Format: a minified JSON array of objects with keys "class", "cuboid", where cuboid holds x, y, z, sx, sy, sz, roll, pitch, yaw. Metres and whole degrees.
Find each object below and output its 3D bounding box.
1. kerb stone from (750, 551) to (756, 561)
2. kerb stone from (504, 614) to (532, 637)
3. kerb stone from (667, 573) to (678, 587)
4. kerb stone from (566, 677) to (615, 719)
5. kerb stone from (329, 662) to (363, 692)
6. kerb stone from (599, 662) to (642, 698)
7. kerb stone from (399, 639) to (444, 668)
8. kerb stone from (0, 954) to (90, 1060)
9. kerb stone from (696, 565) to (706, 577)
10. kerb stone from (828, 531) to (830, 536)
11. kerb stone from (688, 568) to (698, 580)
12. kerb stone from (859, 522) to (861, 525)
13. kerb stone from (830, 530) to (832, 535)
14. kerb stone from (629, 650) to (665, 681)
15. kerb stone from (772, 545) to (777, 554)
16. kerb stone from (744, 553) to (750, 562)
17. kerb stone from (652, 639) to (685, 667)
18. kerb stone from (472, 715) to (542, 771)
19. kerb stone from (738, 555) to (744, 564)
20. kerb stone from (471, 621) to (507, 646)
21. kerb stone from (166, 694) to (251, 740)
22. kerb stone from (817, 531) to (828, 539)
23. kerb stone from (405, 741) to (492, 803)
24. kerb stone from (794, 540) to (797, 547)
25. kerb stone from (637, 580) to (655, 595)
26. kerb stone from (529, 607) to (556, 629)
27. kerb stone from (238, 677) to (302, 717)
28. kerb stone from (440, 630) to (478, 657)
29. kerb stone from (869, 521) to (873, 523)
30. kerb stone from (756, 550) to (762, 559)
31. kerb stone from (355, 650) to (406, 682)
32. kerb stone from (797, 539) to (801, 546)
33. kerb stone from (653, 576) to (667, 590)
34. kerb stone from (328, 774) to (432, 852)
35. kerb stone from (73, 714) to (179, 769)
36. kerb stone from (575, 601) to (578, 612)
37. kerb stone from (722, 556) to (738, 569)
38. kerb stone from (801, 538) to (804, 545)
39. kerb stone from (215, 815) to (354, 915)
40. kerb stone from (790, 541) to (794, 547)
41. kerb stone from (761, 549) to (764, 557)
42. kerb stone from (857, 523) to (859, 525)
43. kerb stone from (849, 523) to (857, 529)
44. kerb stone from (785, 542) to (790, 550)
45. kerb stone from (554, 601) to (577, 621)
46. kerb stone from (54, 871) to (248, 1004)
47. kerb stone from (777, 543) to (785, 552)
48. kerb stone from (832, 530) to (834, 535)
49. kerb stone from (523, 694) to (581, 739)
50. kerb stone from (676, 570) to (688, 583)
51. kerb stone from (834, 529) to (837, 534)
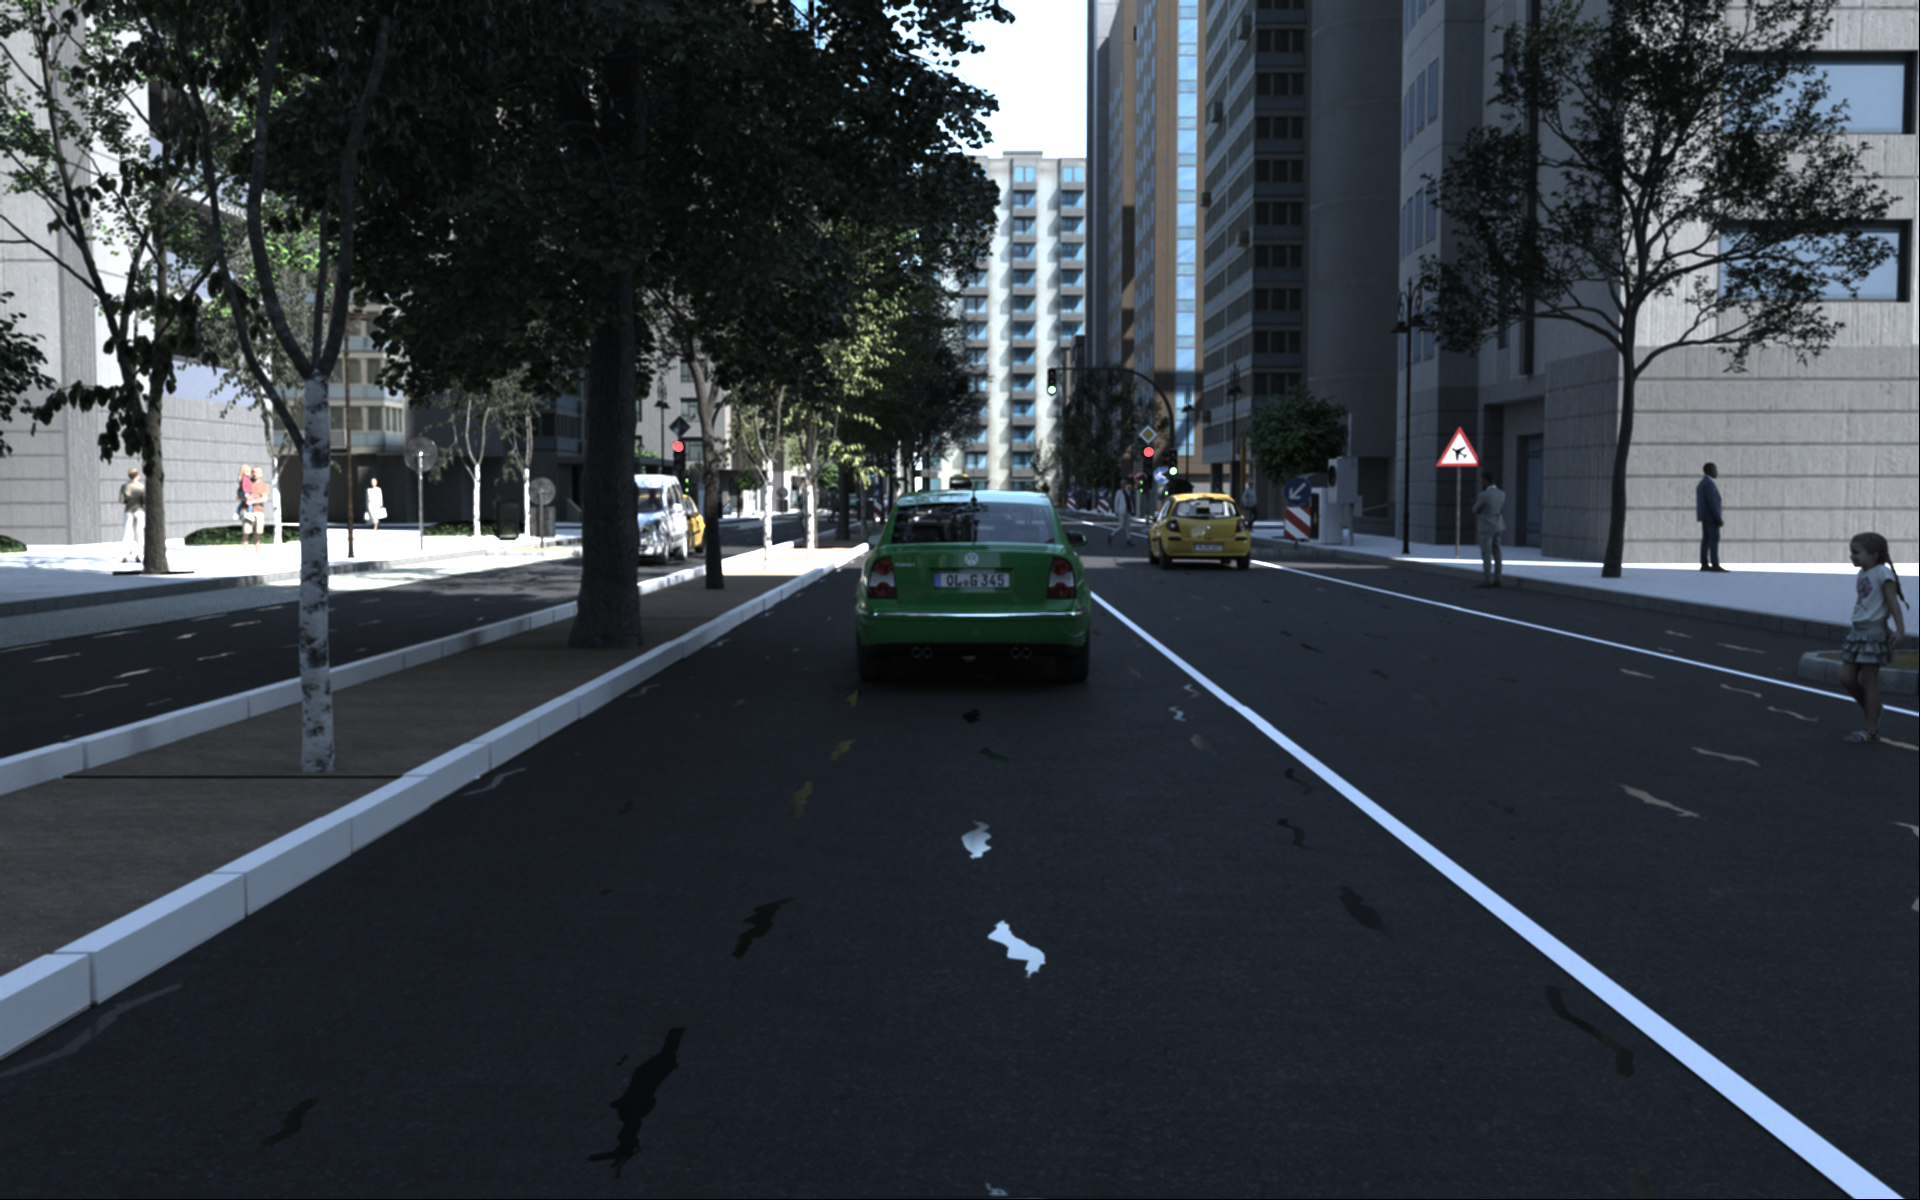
[{"class":"kerb stone","cuboid":[-4.542,-0.910,37.131,0.120,0.150,1.000,0,3,0]},{"class":"kerb stone","cuboid":[-4.575,0.280,17.663,0.120,0.150,1.000,0,3,0]},{"class":"kerb stone","cuboid":[-4.560,-0.279,26.882,0.120,0.150,1.000,0,3,0]},{"class":"kerb stone","cuboid":[-2.472,0.654,11.505,0.120,0.150,1.000,0,3,0]},{"class":"kerb stone","cuboid":[-4.574,0.590,12.542,0.120,0.150,1.000,0,3,0]},{"class":"kerb stone","cuboid":[-2.474,0.591,12.537,0.120,0.150,1.000,0,3,0]},{"class":"kerb stone","cuboid":[-4.574,0.466,14.586,0.120,0.150,1.000,0,3,0]},{"class":"kerb stone","cuboid":[-2.488,1.093,4.332,0.120,0.150,1.000,0,3,0]},{"class":"kerb stone","cuboid":[-4.552,-0.474,29.960,0.120,0.150,1.000,0,3,0]},{"class":"kerb stone","cuboid":[-4.518,-2.169,57.660,0.120,0.150,1.000,0,3,0]},{"class":"kerb stone","cuboid":[-4.563,-0.410,28.932,0.120,0.150,1.000,0,3,0]},{"class":"kerb stone","cuboid":[-4.497,-3.267,75.606,0.120,0.150,1.000,0,3,0]},{"class":"kerb stone","cuboid":[-4.519,-2.228,58.687,0.120,0.150,1.000,0,3,0]},{"class":"kerb stone","cuboid":[-2.475,0.528,13.559,0.120,0.150,1.000,0,3,0]},{"class":"kerb stone","cuboid":[-4.537,-1.165,41.250,0.120,0.150,1.000,0,3,0]},{"class":"kerb stone","cuboid":[-4.548,-0.851,36.106,0.120,0.150,1.000,0,3,0]},{"class":"kerb stone","cuboid":[-2.481,0.466,14.581,0.120,0.150,1.000,0,3,0]},{"class":"kerb stone","cuboid":[-2.481,0.779,9.454,0.120,0.150,1.000,0,3,0]},{"class":"kerb stone","cuboid":[-4.545,-0.788,35.084,0.120,0.150,1.000,0,3,0]},{"class":"kerb stone","cuboid":[-4.573,0.340,16.641,0.120,0.150,1.000,0,3,0]},{"class":"kerb stone","cuboid":[-4.581,0.716,10.492,0.120,0.150,1.000,0,3,0]},{"class":"kerb stone","cuboid":[-4.512,-2.103,56.634,0.120,0.150,1.000,0,3,0]},{"class":"kerb stone","cuboid":[-2.487,0.843,8.422,0.120,0.150,1.000,0,3,0]},{"class":"kerb stone","cuboid":[-4.530,-1.479,46.380,0.120,0.150,1.000,0,3,0]},{"class":"kerb stone","cuboid":[-4.560,-0.161,24.835,0.120,0.150,1.000,0,3,0]},{"class":"kerb stone","cuboid":[-4.567,0.215,18.685,0.120,0.150,1.000,0,3,0]},{"class":"kerb stone","cuboid":[-4.580,0.653,11.519,0.120,0.150,1.000,0,3,0]},{"class":"kerb stone","cuboid":[-4.572,0.406,15.609,0.120,0.150,1.000,0,3,0]},{"class":"kerb stone","cuboid":[-4.481,-3.953,86.879,0.120,0.150,1.000,0,3,0]},{"class":"kerb stone","cuboid":[-4.539,-0.973,38.164,0.120,0.150,1.000,0,3,0]},{"class":"kerb stone","cuboid":[-4.579,0.529,13.564,0.120,0.150,1.000,0,3,0]},{"class":"kerb stone","cuboid":[-4.534,-1.539,47.413,0.120,0.150,1.000,0,3,0]},{"class":"kerb stone","cuboid":[-4.554,-0.224,25.860,0.120,0.150,1.000,0,3,0]},{"class":"kerb stone","cuboid":[-2.481,0.910,7.400,0.120,0.150,1.000,0,3,0]},{"class":"kerb stone","cuboid":[-4.573,0.778,9.470,0.120,0.150,1.000,0,3,0]},{"class":"kerb stone","cuboid":[-4.562,0.092,20.736,0.120,0.150,1.000,0,3,0]},{"class":"kerb stone","cuboid":[-4.548,-0.726,34.062,0.120,0.150,1.000,0,3,0]},{"class":"kerb stone","cuboid":[-4.529,-1.605,48.435,0.120,0.150,1.000,0,3,0]},{"class":"kerb stone","cuboid":[-2.478,0.967,6.378,0.120,0.150,1.000,0,3,0]},{"class":"kerb stone","cuboid":[-4.535,-1.416,45.352,0.120,0.150,1.000,0,3,0]},{"class":"kerb stone","cuboid":[-4.544,-1.040,39.192,0.120,0.150,1.000,0,3,0]},{"class":"kerb stone","cuboid":[-4.492,-3.133,73.545,0.120,0.150,1.000,0,3,0]},{"class":"kerb stone","cuboid":[-4.500,-3.078,72.522,0.120,0.150,1.000,0,3,0]},{"class":"kerb stone","cuboid":[-4.538,-1.354,44.326,0.120,0.150,1.000,0,3,0]},{"class":"kerb stone","cuboid":[-4.565,0.152,19.714,0.120,0.150,1.000,0,3,0]},{"class":"kerb stone","cuboid":[-2.479,1.030,5.356,0.120,0.150,1.000,0,3,0]},{"class":"kerb stone","cuboid":[-4.538,-1.290,43.294,0.120,0.150,1.000,0,3,0]},{"class":"kerb stone","cuboid":[-4.516,-2.293,59.709,0.120,0.150,1.000,0,3,0]},{"class":"kerb stone","cuboid":[-2.481,0.717,10.476,0.120,0.150,1.000,0,3,0]},{"class":"kerb stone","cuboid":[-4.562,-0.349,27.904,0.120,0.150,1.000,0,3,0]},{"class":"kerb stone","cuboid":[-4.506,-2.356,60.743,0.120,0.150,1.000,0,3,0]}]
